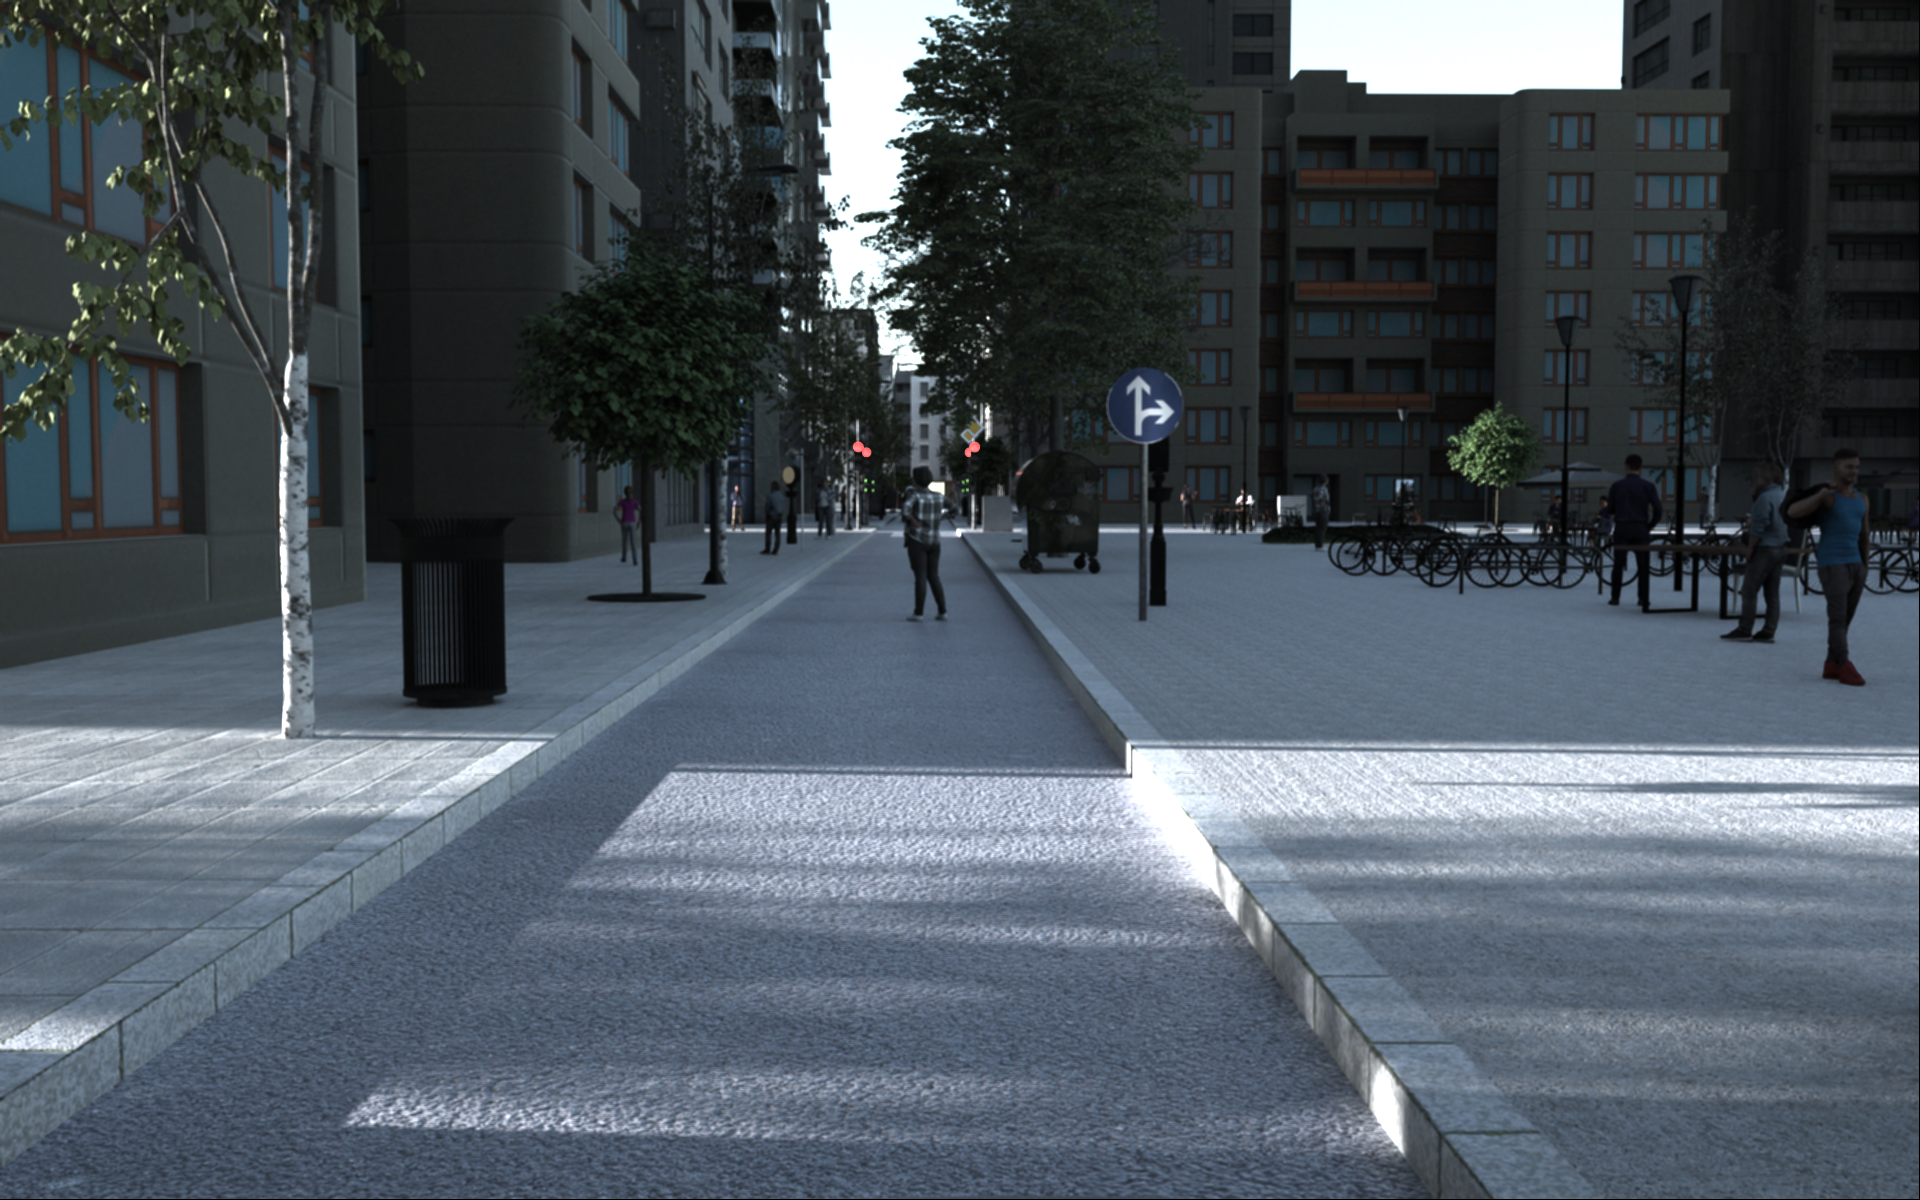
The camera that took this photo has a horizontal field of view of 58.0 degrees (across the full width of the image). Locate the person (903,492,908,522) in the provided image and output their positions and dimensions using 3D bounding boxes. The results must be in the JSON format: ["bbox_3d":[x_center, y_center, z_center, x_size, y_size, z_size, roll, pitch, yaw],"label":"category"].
[{"bbox_3d":[-2.670,-4.716,87.877,0.482,1.546,0.388,-1,4,-13],"label":"person"}]

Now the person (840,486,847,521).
[{"bbox_3d":[-5.410,-4.525,81.491,0.593,1.643,0.415,3,5,43],"label":"person"}]

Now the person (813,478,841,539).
[{"bbox_3d":[-3.851,-2.616,49.544,0.841,1.734,0.376,1,4,19],"label":"person"}]

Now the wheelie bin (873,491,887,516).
[{"bbox_3d":[-4.722,-5.704,101.173,0.693,1.594,0.980,-3,5,-41],"label":"wheelie bin"}]

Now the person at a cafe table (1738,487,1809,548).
[{"bbox_3d":[19.499,-2.003,41.270,1.698,1.524,1.622,1,4,16],"label":"person at a cafe table"}]

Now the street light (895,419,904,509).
[{"bbox_3d":[-4.306,-8.265,107.672,1.470,5.913,1.316,0,4,-1],"label":"street light"}]

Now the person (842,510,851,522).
[{"bbox_3d":[-5.159,-3.815,78.890,0.357,0.543,0.381,-3,4,-38],"label":"person"}]

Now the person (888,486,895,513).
[{"bbox_3d":[-4.655,-6.860,118.325,0.434,1.807,0.598,-1,4,-18],"label":"person"}]

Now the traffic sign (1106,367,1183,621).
[{"bbox_3d":[1.854,-1.062,17.477,0.768,2.556,0.104,0,3,0],"label":"traffic sign"}]

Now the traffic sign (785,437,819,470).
[{"bbox_3d":[-3.626,-2.442,39.653,0.795,2.593,0.064,0,4,2],"label":"traffic sign"}]

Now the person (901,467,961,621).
[{"bbox_3d":[-0.387,-0.632,19.549,0.841,1.734,0.376,-3,4,-36],"label":"person"}]

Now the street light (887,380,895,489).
[{"bbox_3d":[-3.521,-6.009,70.782,1.470,5.913,1.316,0,4,-1],"label":"street light"}]

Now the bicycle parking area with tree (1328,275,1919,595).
[{"bbox_3d":[9.817,-2.348,25.394,9.016,4.147,8.231,1,4,16],"label":"bicycle parking area with tree"}]

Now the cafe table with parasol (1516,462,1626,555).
[{"bbox_3d":[13.175,-1.955,36.835,2.610,1.966,2.610,3,5,43],"label":"cafe table with parasol"}]

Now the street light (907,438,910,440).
[{"bbox_3d":[-4.899,-10.533,144.760,1.470,5.913,1.316,0,4,-1],"label":"street light"}]

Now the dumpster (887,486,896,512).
[{"bbox_3d":[-5.057,-6.979,119.873,1.264,1.857,1.865,0,4,-1],"label":"dumpster"}]

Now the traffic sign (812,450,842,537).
[{"bbox_3d":[-3.946,-3.136,51.281,0.884,2.594,0.081,0,4,0],"label":"traffic sign"}]

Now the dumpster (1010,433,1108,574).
[{"bbox_3d":[1.625,-1.599,28.630,1.502,2.255,1.985,0,4,-1],"label":"dumpster"}]

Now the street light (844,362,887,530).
[{"bbox_3d":[-3.422,-5.425,61.236,1.470,5.913,1.316,0,4,-1],"label":"street light"}]

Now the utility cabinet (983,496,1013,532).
[{"bbox_3d":[1.276,-2.903,58.619,1.020,1.237,0.306,0,4,0],"label":"utility cabinet"}]

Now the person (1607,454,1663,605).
[{"bbox_3d":[7.783,-0.813,20.032,0.576,1.737,0.504,1,4,14],"label":"person"}]

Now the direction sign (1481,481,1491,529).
[{"bbox_3d":[19.307,-4.371,63.460,0.379,3.537,0.876,0,4,-5],"label":"direction sign"}]

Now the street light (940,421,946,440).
[{"bbox_3d":[-0.359,-8.324,108.636,1.470,5.913,1.316,0,4,-1],"label":"street light"}]

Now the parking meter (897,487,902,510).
[{"bbox_3d":[-5.010,-8.434,143.612,0.399,1.863,0.255,0,4,5],"label":"parking meter"}]

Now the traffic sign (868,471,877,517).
[{"bbox_3d":[-4.892,-5.799,94.914,0.768,2.556,0.104,0,4,2],"label":"traffic sign"}]

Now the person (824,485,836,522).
[{"bbox_3d":[-6.114,-4.497,80.293,0.841,1.734,0.376,-2,4,-32],"label":"person"}]

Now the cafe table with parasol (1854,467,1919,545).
[{"bbox_3d":[24.040,-2.392,43.981,2.610,1.966,2.610,-2,4,-27],"label":"cafe table with parasol"}]

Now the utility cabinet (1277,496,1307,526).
[{"bbox_3d":[12.178,-3.203,63.529,1.020,1.237,0.306,0,4,-5],"label":"utility cabinet"}]

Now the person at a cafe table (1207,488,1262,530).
[{"bbox_3d":[10.082,-3.308,62.600,1.698,1.524,1.622,3,5,42],"label":"person at a cafe table"}]

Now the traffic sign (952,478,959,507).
[{"bbox_3d":[-0.073,-6.405,104.822,0.768,2.556,0.104,0,4,0],"label":"traffic sign"}]

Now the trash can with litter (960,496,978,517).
[{"bbox_3d":[0.570,-5.349,98.851,1.055,1.170,0.624,-1,4,-20],"label":"trash can with litter"}]

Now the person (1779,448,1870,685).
[{"bbox_3d":[5.997,-0.241,11.860,0.647,1.594,0.662,-2,4,-26],"label":"person"}]

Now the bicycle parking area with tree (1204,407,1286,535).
[{"bbox_3d":[11.997,-4.288,57.112,8.231,4.147,9.016,1,4,13],"label":"bicycle parking area with tree"}]

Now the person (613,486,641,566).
[{"bbox_3d":[-5.988,-1.338,31.154,0.726,1.435,0.776,-1,4,-18],"label":"person"}]

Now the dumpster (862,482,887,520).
[{"bbox_3d":[-4.440,-4.929,86.350,1.264,1.857,1.865,0,4,-1],"label":"dumpster"}]

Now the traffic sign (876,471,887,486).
[{"bbox_3d":[-4.494,-5.969,97.706,0.768,2.556,0.104,0,4,4],"label":"traffic sign"}]

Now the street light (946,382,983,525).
[{"bbox_3d":[0.256,-6.070,71.779,1.470,5.913,1.316,0,4,-1],"label":"street light"}]

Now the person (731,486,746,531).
[{"bbox_3d":[-7.737,-3.200,60.426,0.516,1.574,0.319,-1,4,-22],"label":"person"}]

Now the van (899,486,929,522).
[{"bbox_3d":[-2.231,-5.173,91.592,2.013,2.044,4.112,0,4,0],"label":"van"}]

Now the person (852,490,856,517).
[{"bbox_3d":[-5.689,-5.289,94.981,0.387,1.526,0.523,2,4,35],"label":"person"}]

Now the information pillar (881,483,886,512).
[{"bbox_3d":[-4.737,-6.194,105.756,0.304,2.012,0.304,-2,4,-26],"label":"information pillar"}]

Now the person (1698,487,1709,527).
[{"bbox_3d":[29.343,-3.601,68.194,0.431,1.722,0.655,1,4,9],"label":"person"}]

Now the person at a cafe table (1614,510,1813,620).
[{"bbox_3d":[8.256,-0.464,18.453,1.726,1.238,1.698,-2,4,-24],"label":"person at a cafe table"}]

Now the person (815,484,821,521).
[{"bbox_3d":[-6.608,-4.582,81.657,0.504,1.737,0.576,-1,4,-21],"label":"person"}]

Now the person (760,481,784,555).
[{"bbox_3d":[-3.962,-1.735,36.630,0.499,1.552,0.429,-1,4,-18],"label":"person"}]

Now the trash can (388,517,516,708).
[{"bbox_3d":[-3.091,0.066,10.579,0.748,1.137,0.748,0,3,0],"label":"trash can"}]

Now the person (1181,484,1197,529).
[{"bbox_3d":[8.458,-3.450,63.925,0.593,1.643,0.415,-2,4,-24],"label":"person"}]

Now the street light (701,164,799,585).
[{"bbox_3d":[-2.963,-3.179,24.513,1.470,5.913,1.316,0,4,-1],"label":"street light"}]
